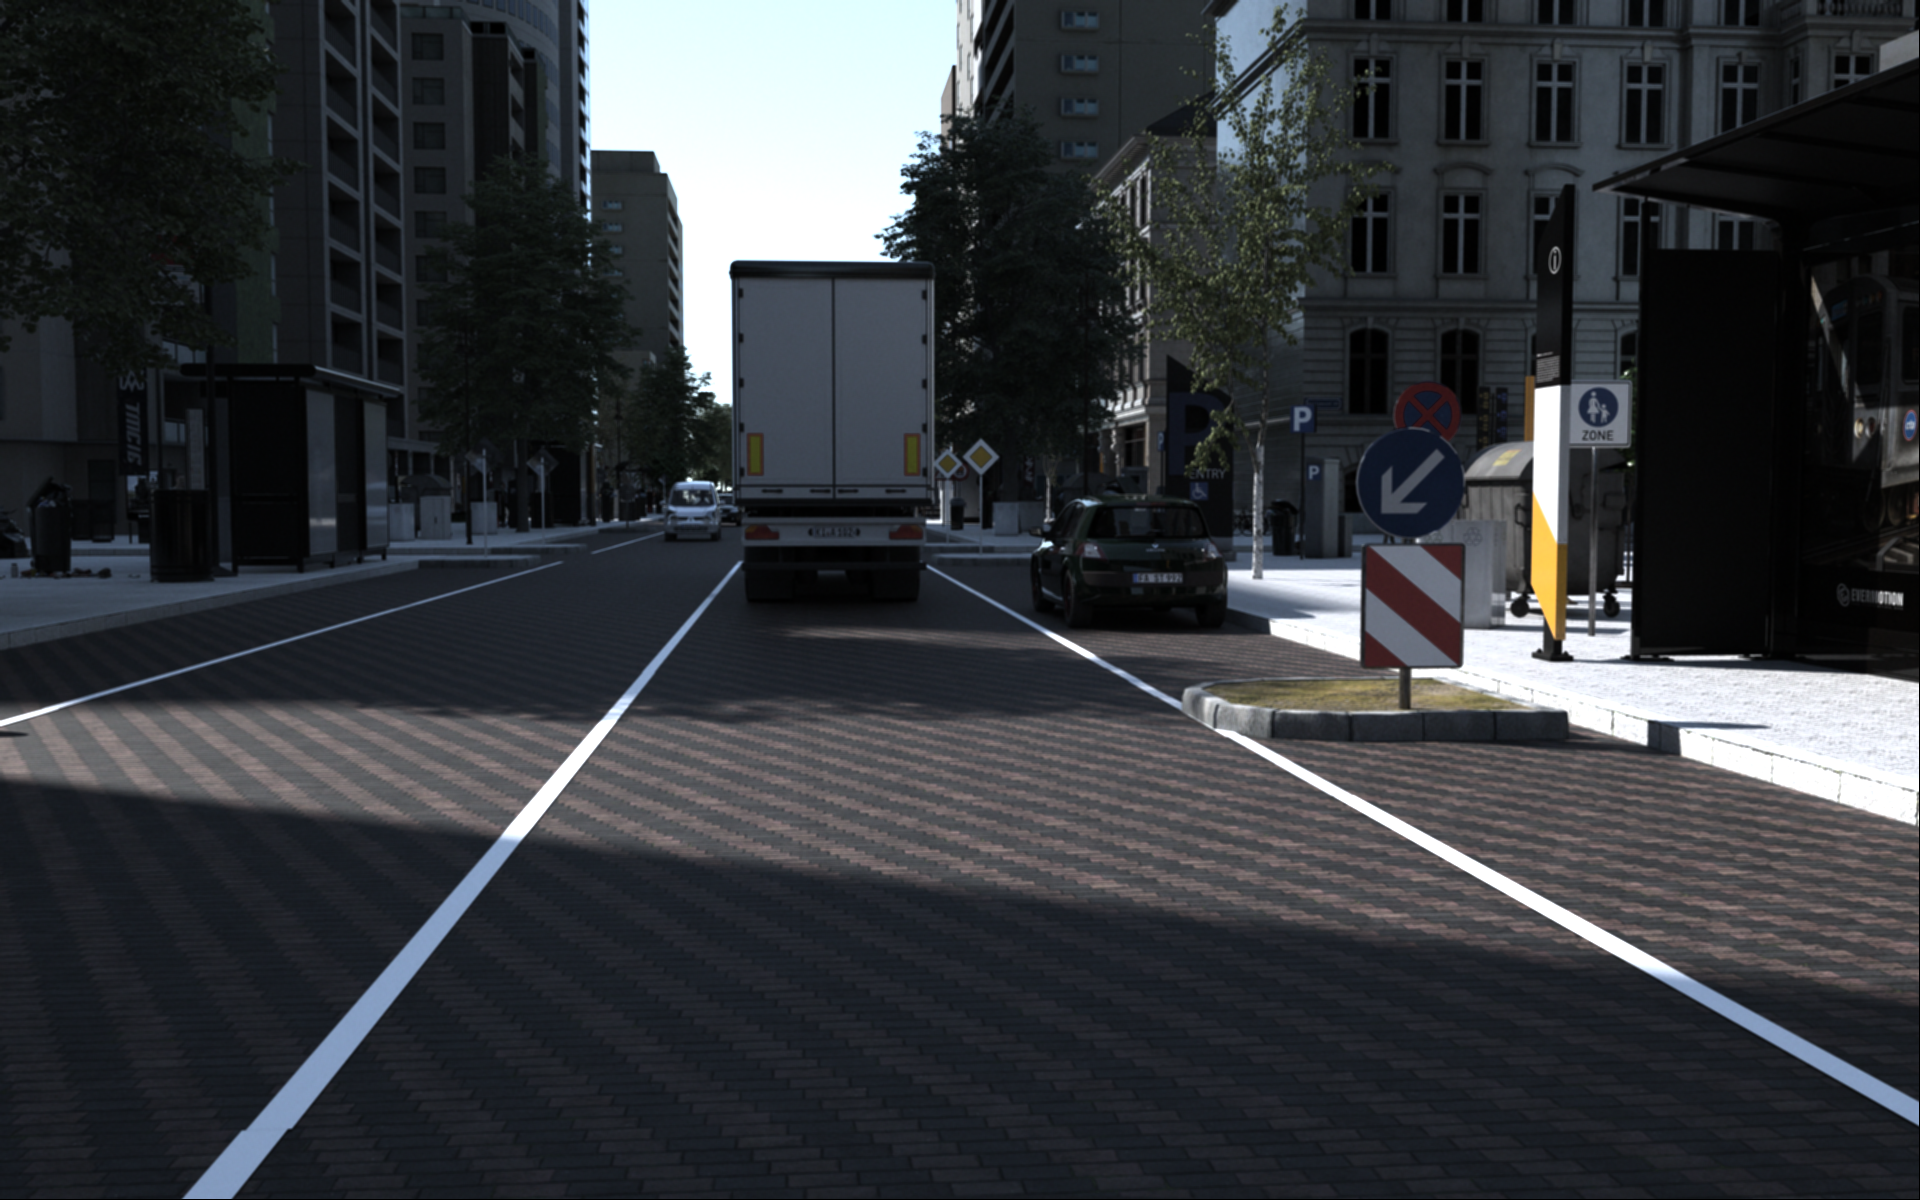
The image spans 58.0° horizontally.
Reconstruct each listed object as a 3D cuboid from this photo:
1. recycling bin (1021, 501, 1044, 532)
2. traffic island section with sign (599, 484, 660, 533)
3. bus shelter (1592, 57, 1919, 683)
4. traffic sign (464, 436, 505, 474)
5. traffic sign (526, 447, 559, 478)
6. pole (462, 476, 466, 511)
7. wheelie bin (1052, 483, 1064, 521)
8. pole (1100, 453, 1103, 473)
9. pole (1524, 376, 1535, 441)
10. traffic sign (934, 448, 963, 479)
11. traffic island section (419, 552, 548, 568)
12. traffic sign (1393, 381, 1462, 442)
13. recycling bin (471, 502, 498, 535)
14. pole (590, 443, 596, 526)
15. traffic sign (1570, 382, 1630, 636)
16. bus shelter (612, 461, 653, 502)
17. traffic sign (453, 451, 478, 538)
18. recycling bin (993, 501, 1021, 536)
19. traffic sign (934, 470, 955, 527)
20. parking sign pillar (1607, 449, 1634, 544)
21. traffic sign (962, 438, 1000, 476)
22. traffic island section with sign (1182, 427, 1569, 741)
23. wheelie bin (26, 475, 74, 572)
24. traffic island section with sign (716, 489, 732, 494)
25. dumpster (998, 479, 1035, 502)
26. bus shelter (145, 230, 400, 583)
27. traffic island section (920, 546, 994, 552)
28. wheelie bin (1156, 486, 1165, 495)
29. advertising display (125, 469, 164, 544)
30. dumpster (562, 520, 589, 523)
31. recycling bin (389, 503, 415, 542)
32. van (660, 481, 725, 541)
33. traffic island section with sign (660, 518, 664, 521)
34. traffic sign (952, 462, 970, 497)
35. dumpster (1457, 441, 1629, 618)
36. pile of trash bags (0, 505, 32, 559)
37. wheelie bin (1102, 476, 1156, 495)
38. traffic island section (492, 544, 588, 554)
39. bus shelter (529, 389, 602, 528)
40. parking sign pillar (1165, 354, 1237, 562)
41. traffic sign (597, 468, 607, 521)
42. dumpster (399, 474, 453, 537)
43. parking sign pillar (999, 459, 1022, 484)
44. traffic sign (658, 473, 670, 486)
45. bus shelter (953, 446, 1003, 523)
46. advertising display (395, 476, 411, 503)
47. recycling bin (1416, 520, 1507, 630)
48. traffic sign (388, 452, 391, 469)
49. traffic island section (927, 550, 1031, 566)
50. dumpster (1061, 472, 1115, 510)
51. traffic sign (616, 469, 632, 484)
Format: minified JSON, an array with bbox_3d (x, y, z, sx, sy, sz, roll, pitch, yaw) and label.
[{"bbox_3d":[2.397,-2.858,59.275,0.722,1.027,0.722,-2,4,-26],"label":"recycling bin"},{"bbox_3d":[-12.425,-3.439,64.853,1.989,1.847,2.006,0,4,-5],"label":"traffic island section with sign"},{"bbox_3d":[5.936,-1.162,10.277,1.731,3.624,6.357,0,4,-5],"label":"bus shelter"},{"bbox_3d":[-9.598,-2.003,34.945,0.795,2.593,0.064,0,4,-5],"label":"traffic sign"},{"bbox_3d":[-10.345,-2.490,42.895,0.795,2.593,0.064,0,4,-5],"label":"traffic sign"},{"bbox_3d":[-24.142,-5.533,84.308,0.158,3.312,0.155,0,3,0],"label":"pole"},{"bbox_3d":[3.081,-2.578,50.062,0.693,1.594,0.980,-1,4,-23],"label":"wheelie bin"},{"bbox_3d":[6.994,-5.609,85.558,0.158,3.312,0.155,0,3,0],"label":"pole"},{"bbox_3d":[9.879,-2.214,30.041,0.158,3.312,0.155,0,3,0],"label":"pole"},{"bbox_3d":[-0.292,-2.546,43.815,0.795,2.593,0.064,0,4,-5],"label":"traffic sign"},{"bbox_3d":[-9.621,-0.779,35.010,2.009,0.180,2.903,0,4,-5],"label":"traffic island section"},{"bbox_3d":[5.270,-1.194,19.622,0.768,2.556,0.104,0,4,-1],"label":"traffic sign"},{"bbox_3d":[-15.080,-2.571,54.591,0.722,1.027,0.722,3,5,40],"label":"recycling bin"},{"bbox_3d":[-14.566,-4.578,68.686,0.158,3.312,0.155,0,3,0],"label":"pole"},{"bbox_3d":[5.710,-0.823,15.589,0.606,2.300,0.079,0,4,-3],"label":"traffic sign"},{"bbox_3d":[-20.327,-6.958,107.679,2.014,3.302,5.546,0,4,-5],"label":"bus shelter"},{"bbox_3d":[-14.493,-3.106,50.883,0.768,2.556,0.104,0,4,-3],"label":"traffic sign"},{"bbox_3d":[1.387,-2.474,53.006,0.722,1.027,0.722,0,4,-5],"label":"recycling bin"},{"bbox_3d":[-0.650,-4.130,67.536,0.884,2.594,0.081,0,4,-5],"label":"traffic sign"},{"bbox_3d":[17.744,-3.466,45.140,1.447,3.967,1.447,0,4,3],"label":"parking sign pillar"},{"bbox_3d":[0.454,-2.060,35.865,0.795,2.593,0.064,0,4,-5],"label":"traffic sign"},{"bbox_3d":[2.488,-0.145,10.999,1.989,1.847,2.006,0,4,-5],"label":"traffic island section with sign"},{"bbox_3d":[-15.098,-1.276,28.767,0.693,1.594,0.980,-2,4,-33],"label":"wheelie bin"},{"bbox_3d":[-19.689,-8.168,142.167,1.989,1.847,2.006,0,4,-5],"label":"traffic island section with sign"},{"bbox_3d":[2.177,-3.717,66.527,1.264,1.857,1.865,0,4,-5],"label":"dumpster"},{"bbox_3d":[-11.554,-3.157,29.246,2.179,5.291,8.768,0,4,-5],"label":"bus shelter"},{"bbox_3d":[-0.270,-1.322,43.900,2.009,0.180,2.903,0,4,-5],"label":"traffic island section"},{"bbox_3d":[8.011,-3.667,67.862,0.980,1.594,0.693,1,4,21],"label":"wheelie bin"},{"bbox_3d":[-21.115,-2.426,44.883,0.974,1.923,0.123,0,4,5],"label":"advertising display"},{"bbox_3d":[-16.480,-4.402,74.462,1.502,2.255,1.985,0,4,-5],"label":"dumpster"},{"bbox_3d":[-15.256,-2.101,46.905,0.722,1.027,0.722,0,4,7],"label":"recycling bin"},{"bbox_3d":[-8.336,-2.882,54.133,2.013,2.044,4.112,0,4,-6],"label":"van"},{"bbox_3d":[-15.033,-5.132,92.543,1.989,1.847,2.006,0,4,-5],"label":"traffic island section with sign"},{"bbox_3d":[-0.003,-4.153,68.008,0.768,2.556,0.104,0,4,1],"label":"traffic sign"},{"bbox_3d":[6.254,-0.790,18.671,1.264,1.857,1.865,0,4,-6],"label":"dumpster"},{"bbox_3d":[-19.621,-1.438,33.269,1.912,1.369,3.447,0,4,4],"label":"pile of trash bags"},{"bbox_3d":[2.926,-1.415,31.043,0.693,1.594,0.980,2,4,33],"label":"wheelie bin"},{"bbox_3d":[-10.367,-1.265,42.960,2.009,0.180,2.903,0,4,-5],"label":"traffic island section"},{"bbox_3d":[-15.795,-5.576,68.792,2.179,5.291,8.768,0,4,-5],"label":"bus shelter"},{"bbox_3d":[4.594,-2.736,33.213,1.447,3.967,1.447,1,4,11],"label":"parking sign pillar"},{"bbox_3d":[-17.402,-5.096,83.419,0.768,2.556,0.104,0,4,-1],"label":"traffic sign"},{"bbox_3d":[-15.582,-2.738,50.531,1.264,1.857,1.865,0,4,-6],"label":"dumpster"},{"bbox_3d":[2.655,-6.376,92.724,1.447,3.967,1.447,-1,4,-15],"label":"parking sign pillar"},{"bbox_3d":[-18.435,-6.613,107.858,0.795,2.593,0.064,0,4,4],"label":"traffic sign"},{"bbox_3d":[0.730,-4.856,73.322,2.014,3.302,5.546,0,4,-5],"label":"bus shelter"},{"bbox_3d":[-19.571,-3.425,61.218,0.123,1.923,0.974,2,4,24],"label":"advertising display"},{"bbox_3d":[4.856,-0.259,16.782,0.722,1.027,0.722,2,4,29],"label":"recycling bin"},{"bbox_3d":[-15.514,-2.812,46.087,0.768,2.556,0.104,0,4,2],"label":"traffic sign"},{"bbox_3d":[0.477,-0.836,35.950,2.009,0.180,2.903,0,4,-5],"label":"traffic island section"},{"bbox_3d":[3.418,-2.455,45.896,1.264,1.857,1.865,0,4,-5],"label":"dumpster"},{"bbox_3d":[-17.525,-5.525,90.341,0.884,2.594,0.081,0,4,0],"label":"traffic sign"}]
